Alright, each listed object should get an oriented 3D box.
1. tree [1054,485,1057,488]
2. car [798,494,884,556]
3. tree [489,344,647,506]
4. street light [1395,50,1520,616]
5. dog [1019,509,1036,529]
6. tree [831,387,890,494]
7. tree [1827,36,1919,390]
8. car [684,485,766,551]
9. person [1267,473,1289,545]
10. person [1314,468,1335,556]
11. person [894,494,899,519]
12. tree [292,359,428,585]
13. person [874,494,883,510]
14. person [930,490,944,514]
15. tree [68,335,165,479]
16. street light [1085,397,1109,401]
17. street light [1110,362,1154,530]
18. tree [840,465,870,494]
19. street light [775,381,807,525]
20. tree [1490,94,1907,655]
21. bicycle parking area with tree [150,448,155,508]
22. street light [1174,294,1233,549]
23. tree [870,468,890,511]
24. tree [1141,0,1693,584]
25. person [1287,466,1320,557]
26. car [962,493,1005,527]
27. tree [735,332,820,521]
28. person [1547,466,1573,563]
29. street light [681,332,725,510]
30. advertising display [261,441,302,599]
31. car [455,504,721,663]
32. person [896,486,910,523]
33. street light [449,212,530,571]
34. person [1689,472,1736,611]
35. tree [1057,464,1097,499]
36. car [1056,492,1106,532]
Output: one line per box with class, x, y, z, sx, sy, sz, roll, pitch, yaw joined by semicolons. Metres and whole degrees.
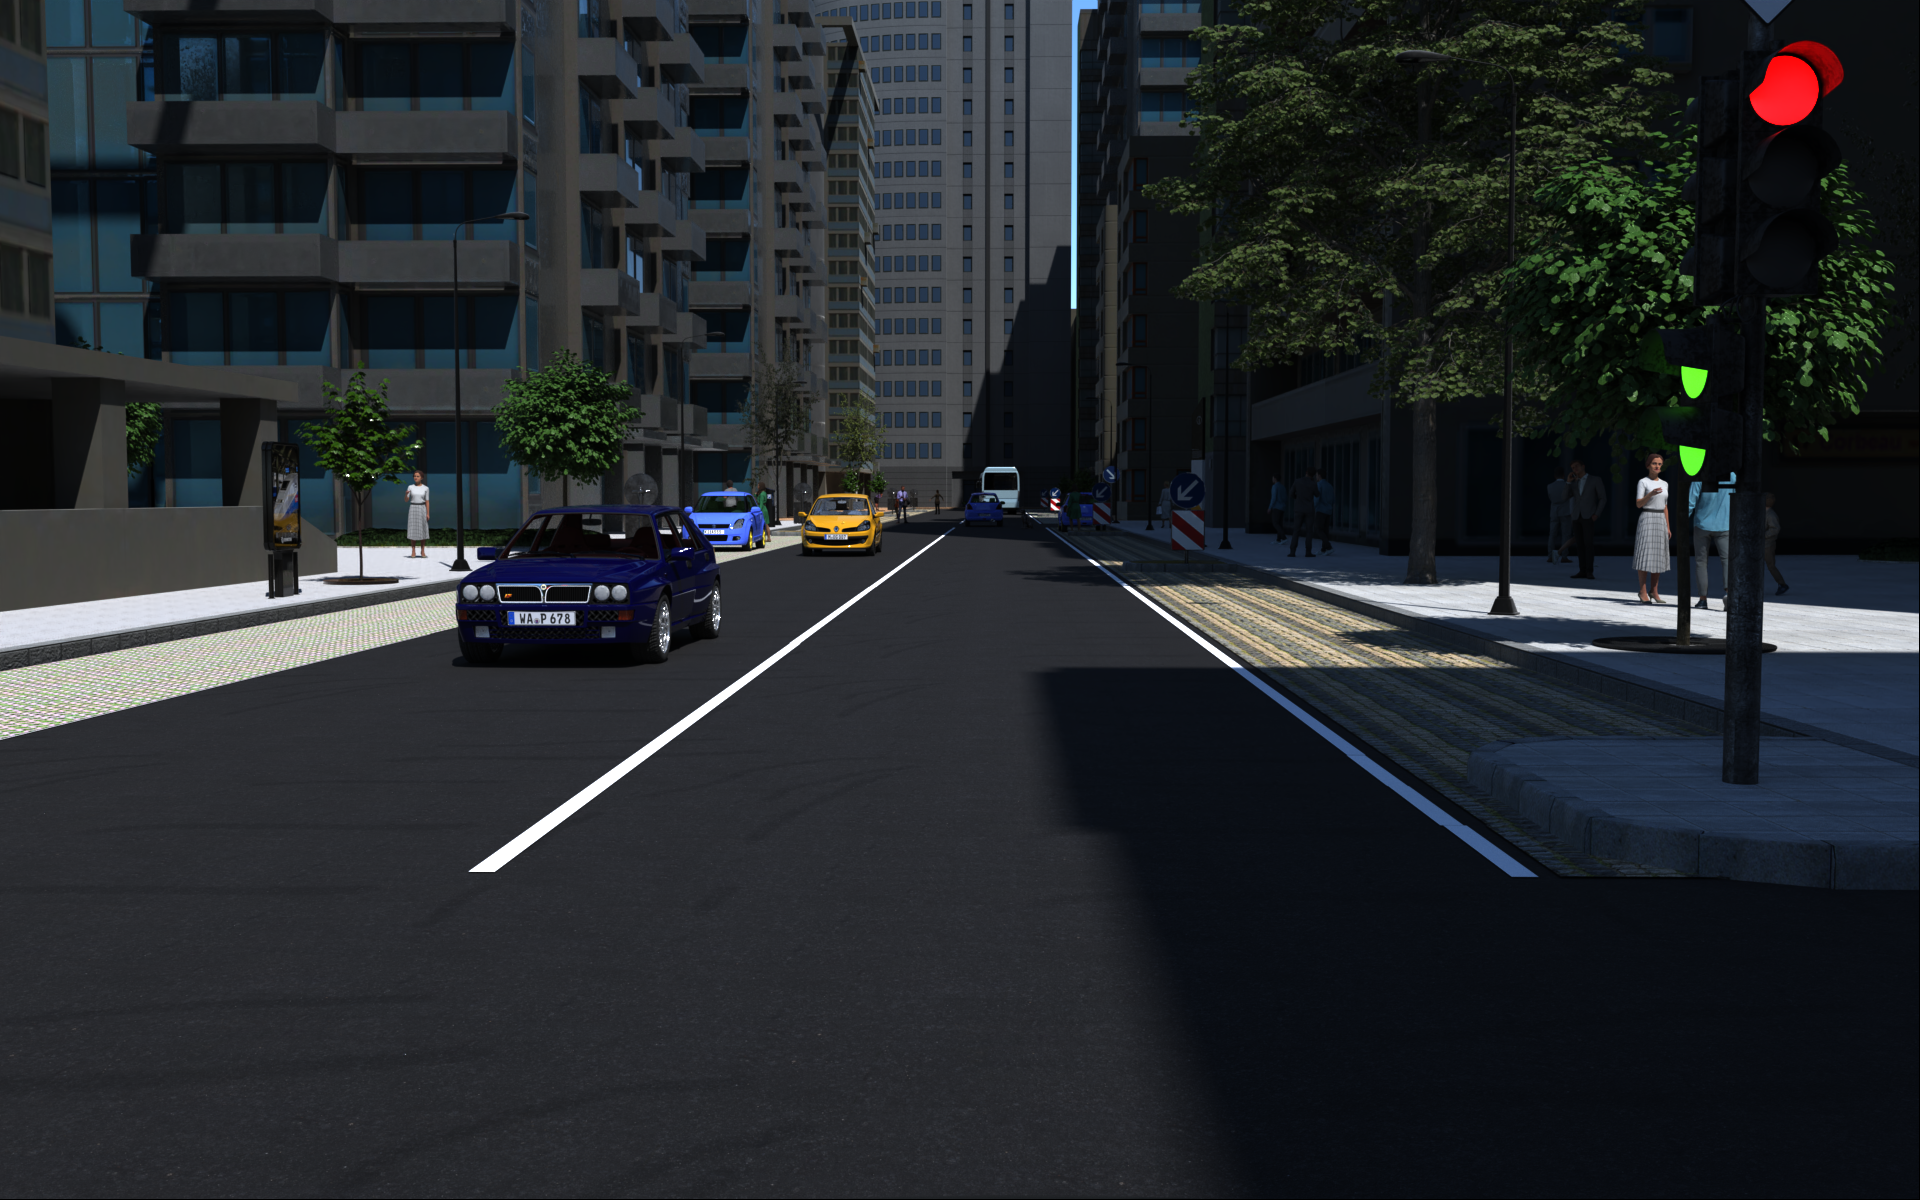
tree;8.844;-9.421;148.639;1.663;3.219;1.824;0;3;0
car;-2.787;-1.898;41.254;2.015;1.641;3.980;0;4;1
tree;-8.621;-3.332;38.200;4.285;4.588;4.351;0;3;0
street light;5.253;-2.798;18.293;1.470;5.913;1.316;0;4;1
dog;2.873;-3.355;71.696;0.800;0.831;0.513;1;4;15
tree;-7.056;-10.353;119.634;4.737;8.622;4.395;0;3;0
tree;15.020;-4.582;25.285;4.360;8.622;3.978;0;3;0
car;-5.988;-2.113;44.135;1.945;1.707;3.694;0;4;1
person;8.146;-2.328;44.119;0.620;1.820;0.660;3;4;37
person;7.631;-1.846;36.247;0.620;1.820;0.660;3;5;43
person;-3.657;-5.376;99.664;0.557;1.426;1.065;-1;4;-9
tree;-8.479;-1.850;24.842;1.663;3.219;1.824;0;3;0
person;-6.564;-7.951;139.267;0.697;1.427;0.421;0;4;4
person;-1.638;-6.909;122.171;1.217;1.735;0.721;-2;4;-35
tree;-18.152;-3.201;36.052;4.285;4.588;4.351;0;3;0
street light;6.673;-6.737;82.690;1.470;5.913;1.316;0;4;1
street light;6.182;-5.421;61.169;1.470;5.913;1.316;0;4;1
tree;-7.159;-7.416;115.849;1.663;3.219;1.824;0;3;0
street light;-6.957;-6.024;71.040;1.470;5.913;1.316;0;4;1
tree;6.103;-1.882;14.477;4.285;4.588;4.351;0;3;0
bicycle parking area with tree;-21.025;-3.387;42.372;9.016;4.147;8.231;1;4;11
street light;5.647;-4.139;40.217;1.470;5.913;1.316;0;4;1
tree;-6.138;-8.273;129.869;1.663;3.219;1.824;0;3;0
tree;6.515;-6.530;24.895;7.486;12.596;7.792;0;3;0
person;7.009;-1.804;35.338;0.655;1.846;0.447;1;4;18
car;1.060;-4.153;77.489;1.945;1.707;3.694;0;4;0
tree;-8.427;-7.898;79.489;4.360;8.622;3.978;0;3;0
person;11.281;-1.607;32.491;0.511;1.800;0.466;2;4;24
street light;-7.440;-4.724;49.785;1.470;5.913;1.316;0;4;1
advertising display;-8.463;-1.004;21.633;0.123;1.923;0.974;0;4;-2
car;-3.311;-0.204;15.923;1.945;1.354;3.894;0;4;2
person;-2.760;-4.643;84.284;0.709;1.838;0.599;-1;4;-22
street light;-7.787;-3.434;28.694;1.470;5.913;1.316;0;4;1
person;8.296;-0.809;19.125;0.638;1.841;0.748;1;4;14
tree;7.917;-7.468;116.696;1.663;3.219;1.824;0;3;0
car;4.630;-3.448;65.966;1.945;1.707;3.694;0;4;0
